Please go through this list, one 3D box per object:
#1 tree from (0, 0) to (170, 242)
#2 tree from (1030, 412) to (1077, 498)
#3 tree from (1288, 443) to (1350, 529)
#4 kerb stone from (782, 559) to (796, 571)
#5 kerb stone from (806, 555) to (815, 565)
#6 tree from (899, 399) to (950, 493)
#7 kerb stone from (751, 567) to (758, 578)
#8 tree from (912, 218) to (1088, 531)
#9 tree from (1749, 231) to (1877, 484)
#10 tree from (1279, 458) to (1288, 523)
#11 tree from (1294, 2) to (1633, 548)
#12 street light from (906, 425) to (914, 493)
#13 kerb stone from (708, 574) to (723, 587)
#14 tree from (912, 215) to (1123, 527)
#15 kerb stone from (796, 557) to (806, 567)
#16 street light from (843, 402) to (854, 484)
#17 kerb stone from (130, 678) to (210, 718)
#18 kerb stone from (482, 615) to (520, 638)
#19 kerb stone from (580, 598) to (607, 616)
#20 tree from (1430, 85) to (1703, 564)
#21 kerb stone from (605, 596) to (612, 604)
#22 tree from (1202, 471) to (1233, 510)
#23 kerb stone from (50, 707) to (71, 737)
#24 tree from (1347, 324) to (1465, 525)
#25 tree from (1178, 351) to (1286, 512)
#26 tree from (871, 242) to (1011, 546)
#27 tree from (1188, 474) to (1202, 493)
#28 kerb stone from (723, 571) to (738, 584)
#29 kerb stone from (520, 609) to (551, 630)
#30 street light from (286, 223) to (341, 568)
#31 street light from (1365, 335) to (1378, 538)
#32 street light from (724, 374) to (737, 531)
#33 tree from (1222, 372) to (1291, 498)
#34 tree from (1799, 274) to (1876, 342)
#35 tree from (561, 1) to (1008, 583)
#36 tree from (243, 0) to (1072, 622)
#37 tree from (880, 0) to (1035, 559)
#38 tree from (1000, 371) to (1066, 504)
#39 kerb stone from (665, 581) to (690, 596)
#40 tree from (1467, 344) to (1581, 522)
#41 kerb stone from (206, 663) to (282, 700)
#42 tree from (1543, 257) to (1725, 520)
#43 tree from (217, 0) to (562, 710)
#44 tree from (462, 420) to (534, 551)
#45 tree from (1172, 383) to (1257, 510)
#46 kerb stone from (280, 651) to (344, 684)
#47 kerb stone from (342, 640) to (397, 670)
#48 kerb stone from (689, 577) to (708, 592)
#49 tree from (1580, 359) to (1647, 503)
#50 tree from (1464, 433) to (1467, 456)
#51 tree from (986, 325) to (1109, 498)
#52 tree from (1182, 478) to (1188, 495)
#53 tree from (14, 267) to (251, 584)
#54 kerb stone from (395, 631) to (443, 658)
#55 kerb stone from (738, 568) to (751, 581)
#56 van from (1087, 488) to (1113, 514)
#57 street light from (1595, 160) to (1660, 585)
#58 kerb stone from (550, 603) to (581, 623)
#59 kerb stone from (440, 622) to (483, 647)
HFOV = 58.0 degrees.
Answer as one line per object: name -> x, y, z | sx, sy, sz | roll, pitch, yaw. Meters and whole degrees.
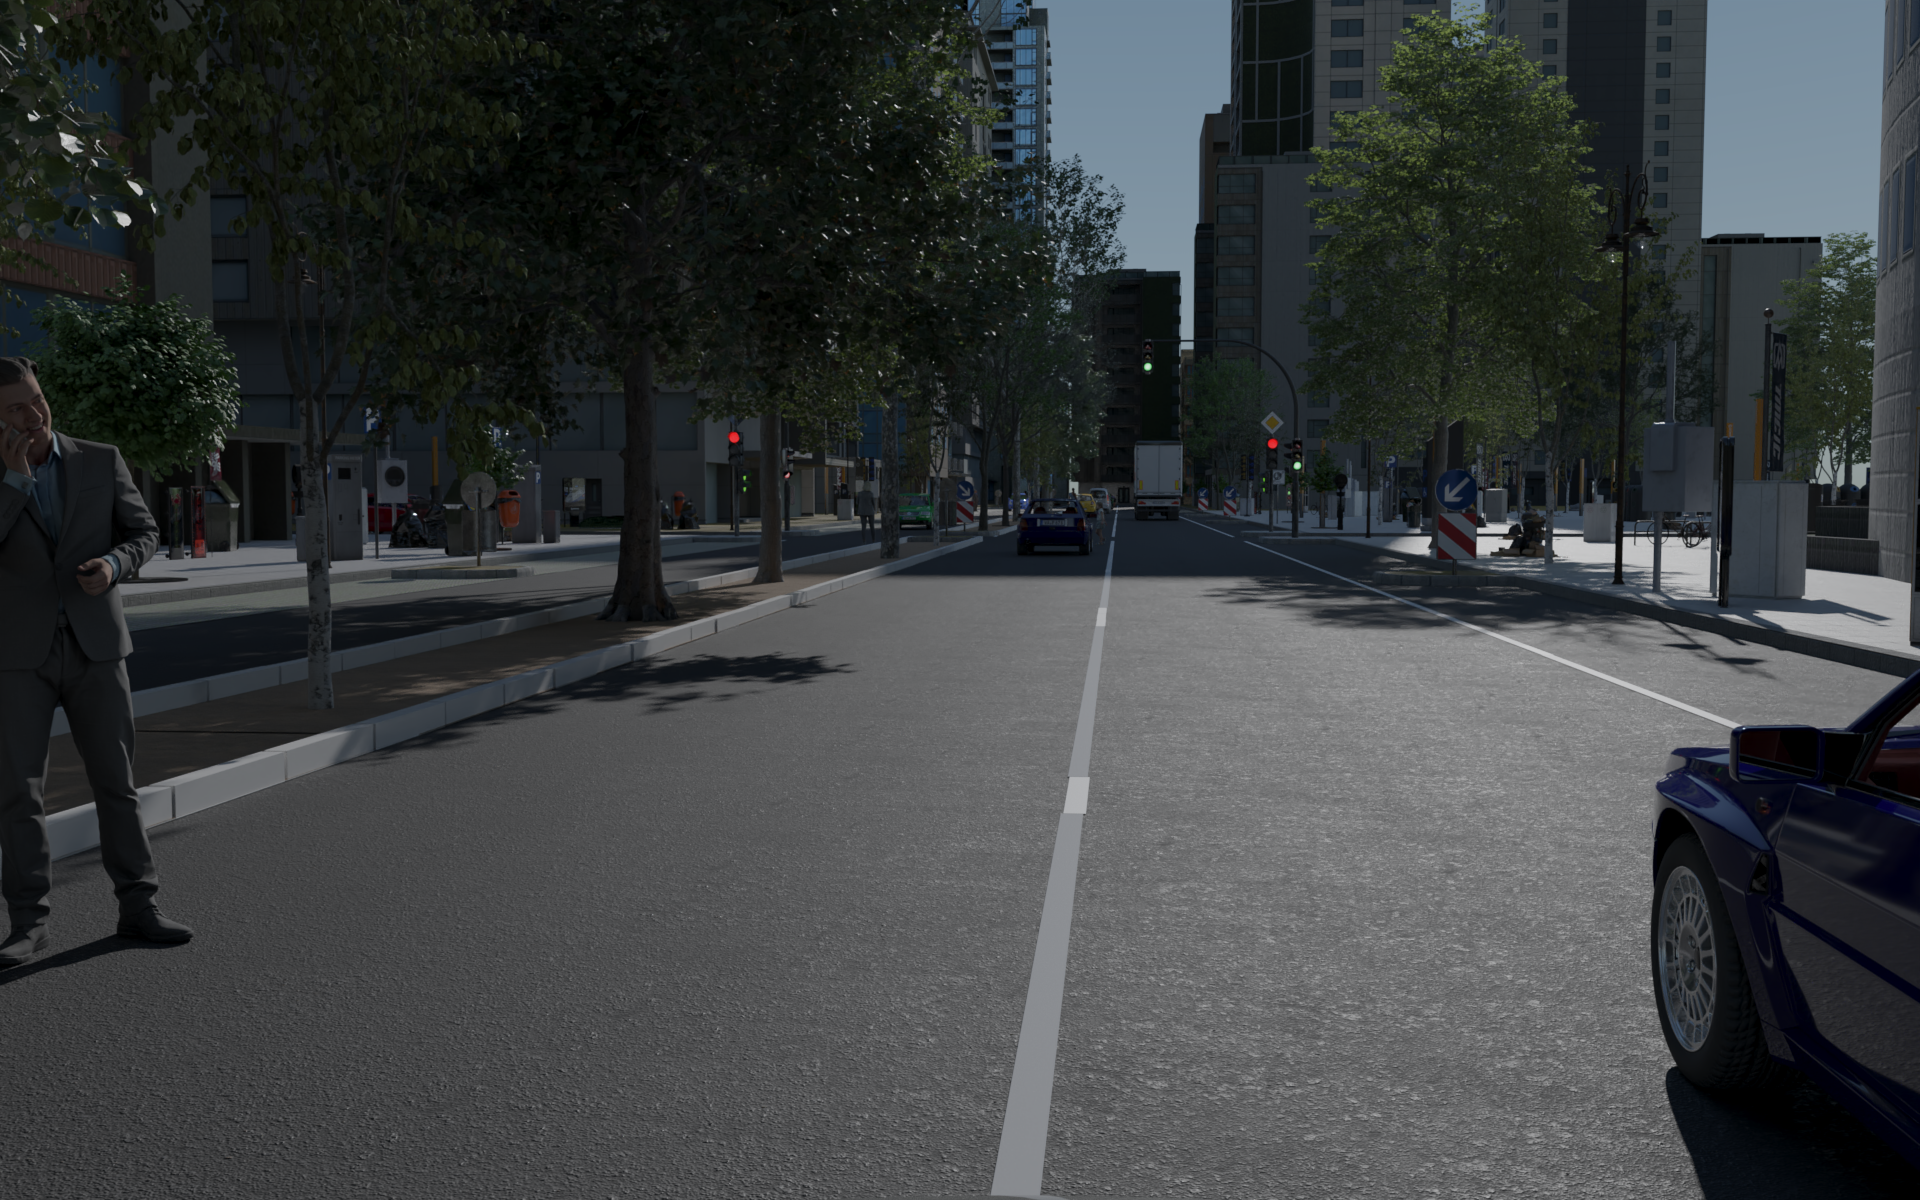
tree -> -4.859, -5.773, 3.495 | 9.857, 13.997, 8.962 | 0, 3, 0
tree -> 6.639, -10.645, 126.872 | 4.360, 8.622, 3.978 | 0, 3, 0
tree -> 13.502, -4.279, 64.564 | 1.663, 3.219, 1.824 | 0, 3, 0
kerb stone -> -3.303, -0.652, 32.858 | 0.120, 0.150, 1.000 | 0, 4, 5
kerb stone -> -3.120, -0.777, 34.896 | 0.120, 0.150, 1.000 | 0, 4, 5
tree -> -2.797, -10.860, 127.931 | 4.737, 8.622, 4.395 | 0, 3, 0
kerb stone -> -3.582, -0.465, 29.797 | 0.120, 0.150, 1.000 | 0, 4, 5
tree -> 0.970, -8.335, 64.485 | 9.928, 11.665, 9.643 | 0, 3, 0
tree -> 38.670, -9.625, 75.503 | 7.486, 12.596, 7.792 | 0, 3, 0
tree -> 15.189, -5.114, 78.212 | 1.663, 3.219, 1.824 | 0, 3, 0
tree -> 11.761, -7.493, 40.631 | 7.486, 12.596, 7.792 | 0, 3, 0
street light -> -3.210, -8.587, 113.185 | 0.468, 5.910, 1.993 | 0, 4, 5
kerb stone -> -3.862, -0.276, 26.720 | 0.120, 0.150, 1.000 | 0, 4, 5
tree -> 2.033, -9.976, 75.929 | 12.009, 13.543, 11.850 | 0, 3, 0
kerb stone -> -3.203, -0.715, 33.878 | 0.120, 0.150, 1.000 | 0, 4, 5
street light -> -5.644, -6.995, 87.160 | 0.468, 5.910, 1.993 | 0, 4, 5
kerb stone -> -5.276, 0.661, 11.400 | 0.120, 0.150, 1.000 | 0, 4, 5
kerb stone -> -4.714, 0.286, 17.522 | 0.120, 0.150, 1.000 | 0, 4, 5
kerb stone -> -4.436, 0.100, 20.582 | 0.120, 0.150, 1.000 | 0, 4, 5
tree -> 10.906, -4.965, 31.535 | 4.737, 8.622, 4.395 | 0, 3, 0
kerb stone -> -4.340, 0.039, 21.607 | 0.120, 0.150, 1.000 | 0, 4, 5
tree -> 21.452, -9.062, 142.757 | 1.663, 3.219, 1.824 | 0, 3, 0
kerb stone -> -5.368, 0.723, 10.372 | 0.120, 0.150, 1.000 | 0, 4, 5
tree -> 17.473, -7.377, 70.983 | 4.360, 8.622, 3.978 | 0, 3, 0
tree -> 19.577, -12.176, 124.839 | 9.928, 11.665, 9.643 | 0, 3, 0
tree -> -0.642, -5.791, 47.497 | 4.360, 8.622, 3.978 | 0, 3, 0
tree -> 23.113, -10.507, 166.387 | 1.663, 3.219, 1.824 | 0, 3, 0
kerb stone -> -3.760, -0.339, 27.736 | 0.120, 0.150, 1.000 | 0, 4, 5
kerb stone -> -4.624, 0.227, 18.541 | 0.120, 0.150, 1.000 | 0, 4, 5
street light -> -10.934, -3.484, 29.744 | 0.468, 5.910, 1.993 | 0, 4, 5
street light -> 11.875, -4.735, 50.207 | 0.468, 5.910, 1.993 | 0, 4, 5
street light -> -8.006, -5.373, 60.644 | 0.468, 5.910, 1.993 | 0, 4, 5
tree -> 17.826, -9.488, 105.494 | 4.360, 8.622, 3.978 | 0, 3, 0
tree -> 29.745, -6.642, 58.951 | 4.737, 8.622, 4.395 | 0, 3, 0
tree -> -3.142, -6.576, 28.105 | 7.486, 12.596, 7.792 | 0, 3, 0
tree -> -3.622, -6.117, 19.476 | 9.611, 12.733, 9.660 | 0, 3, 0
tree -> -2.682, -11.032, 38.726 | 12.611, 20.169, 13.585 | 0, 3, 0
tree -> 4.040, -8.985, 99.731 | 4.737, 8.622, 4.395 | 0, 3, 0
kerb stone -> -4.058, -0.146, 24.664 | 0.120, 0.150, 1.000 | 0, 4, 5
tree -> 26.035, -7.923, 79.906 | 4.360, 8.622, 3.978 | 0, 3, 0
kerb stone -> -5.184, 0.598, 12.425 | 0.120, 0.150, 1.000 | 0, 4, 5
tree -> 26.519, -8.195, 68.395 | 7.601, 10.594, 8.767 | 2, 4, 31
tree -> -4.230, -3.559, 11.014 | 4.737, 8.622, 4.395 | 0, 3, 0
tree -> -10.698, -2.724, 39.141 | 1.663, 3.219, 1.824 | 0, 3, 0
tree -> 20.082, -12.363, 136.541 | 7.601, 10.594, 8.767 | 0, 4, -5
kerb stone -> -5.084, 0.538, 13.445 | 0.120, 0.150, 1.000 | 0, 4, 5
kerb stone -> -4.988, 0.474, 14.462 | 0.120, 0.150, 1.000 | 0, 4, 5
kerb stone -> -3.956, -0.214, 25.688 | 0.120, 0.150, 1.000 | 0, 4, 5
tree -> 33.097, -8.521, 89.676 | 4.360, 8.622, 3.978 | 0, 3, 0
tree -> 24.899, -8.674, 92.188 | 4.360, 8.622, 3.978 | 0, 3, 0
tree -> 5.860, -12.871, 119.555 | 9.857, 13.997, 8.962 | 0, 3, 0
tree -> 25.821, -12.649, 201.418 | 1.663, 3.219, 1.824 | 0, 3, 0
tree -> -12.163, -2.548, 25.376 | 4.285, 4.588, 4.351 | 0, 3, 0
kerb stone -> -4.901, 0.410, 15.485 | 0.120, 0.150, 1.000 | 0, 4, 5
kerb stone -> -3.678, -0.399, 28.780 | 0.120, 0.150, 1.000 | 0, 4, 5
van -> 10.230, -7.356, 127.280 | 2.013, 2.044, 4.112 | 0, 4, 7
street light -> 9.357, -3.159, 24.443 | 0.468, 5.910, 1.993 | 0, 4, 5
kerb stone -> -4.520, 0.161, 19.557 | 0.120, 0.150, 1.000 | 0, 4, 5
kerb stone -> -4.809, 0.348, 16.505 | 0.120, 0.150, 1.000 | 0, 4, 5
